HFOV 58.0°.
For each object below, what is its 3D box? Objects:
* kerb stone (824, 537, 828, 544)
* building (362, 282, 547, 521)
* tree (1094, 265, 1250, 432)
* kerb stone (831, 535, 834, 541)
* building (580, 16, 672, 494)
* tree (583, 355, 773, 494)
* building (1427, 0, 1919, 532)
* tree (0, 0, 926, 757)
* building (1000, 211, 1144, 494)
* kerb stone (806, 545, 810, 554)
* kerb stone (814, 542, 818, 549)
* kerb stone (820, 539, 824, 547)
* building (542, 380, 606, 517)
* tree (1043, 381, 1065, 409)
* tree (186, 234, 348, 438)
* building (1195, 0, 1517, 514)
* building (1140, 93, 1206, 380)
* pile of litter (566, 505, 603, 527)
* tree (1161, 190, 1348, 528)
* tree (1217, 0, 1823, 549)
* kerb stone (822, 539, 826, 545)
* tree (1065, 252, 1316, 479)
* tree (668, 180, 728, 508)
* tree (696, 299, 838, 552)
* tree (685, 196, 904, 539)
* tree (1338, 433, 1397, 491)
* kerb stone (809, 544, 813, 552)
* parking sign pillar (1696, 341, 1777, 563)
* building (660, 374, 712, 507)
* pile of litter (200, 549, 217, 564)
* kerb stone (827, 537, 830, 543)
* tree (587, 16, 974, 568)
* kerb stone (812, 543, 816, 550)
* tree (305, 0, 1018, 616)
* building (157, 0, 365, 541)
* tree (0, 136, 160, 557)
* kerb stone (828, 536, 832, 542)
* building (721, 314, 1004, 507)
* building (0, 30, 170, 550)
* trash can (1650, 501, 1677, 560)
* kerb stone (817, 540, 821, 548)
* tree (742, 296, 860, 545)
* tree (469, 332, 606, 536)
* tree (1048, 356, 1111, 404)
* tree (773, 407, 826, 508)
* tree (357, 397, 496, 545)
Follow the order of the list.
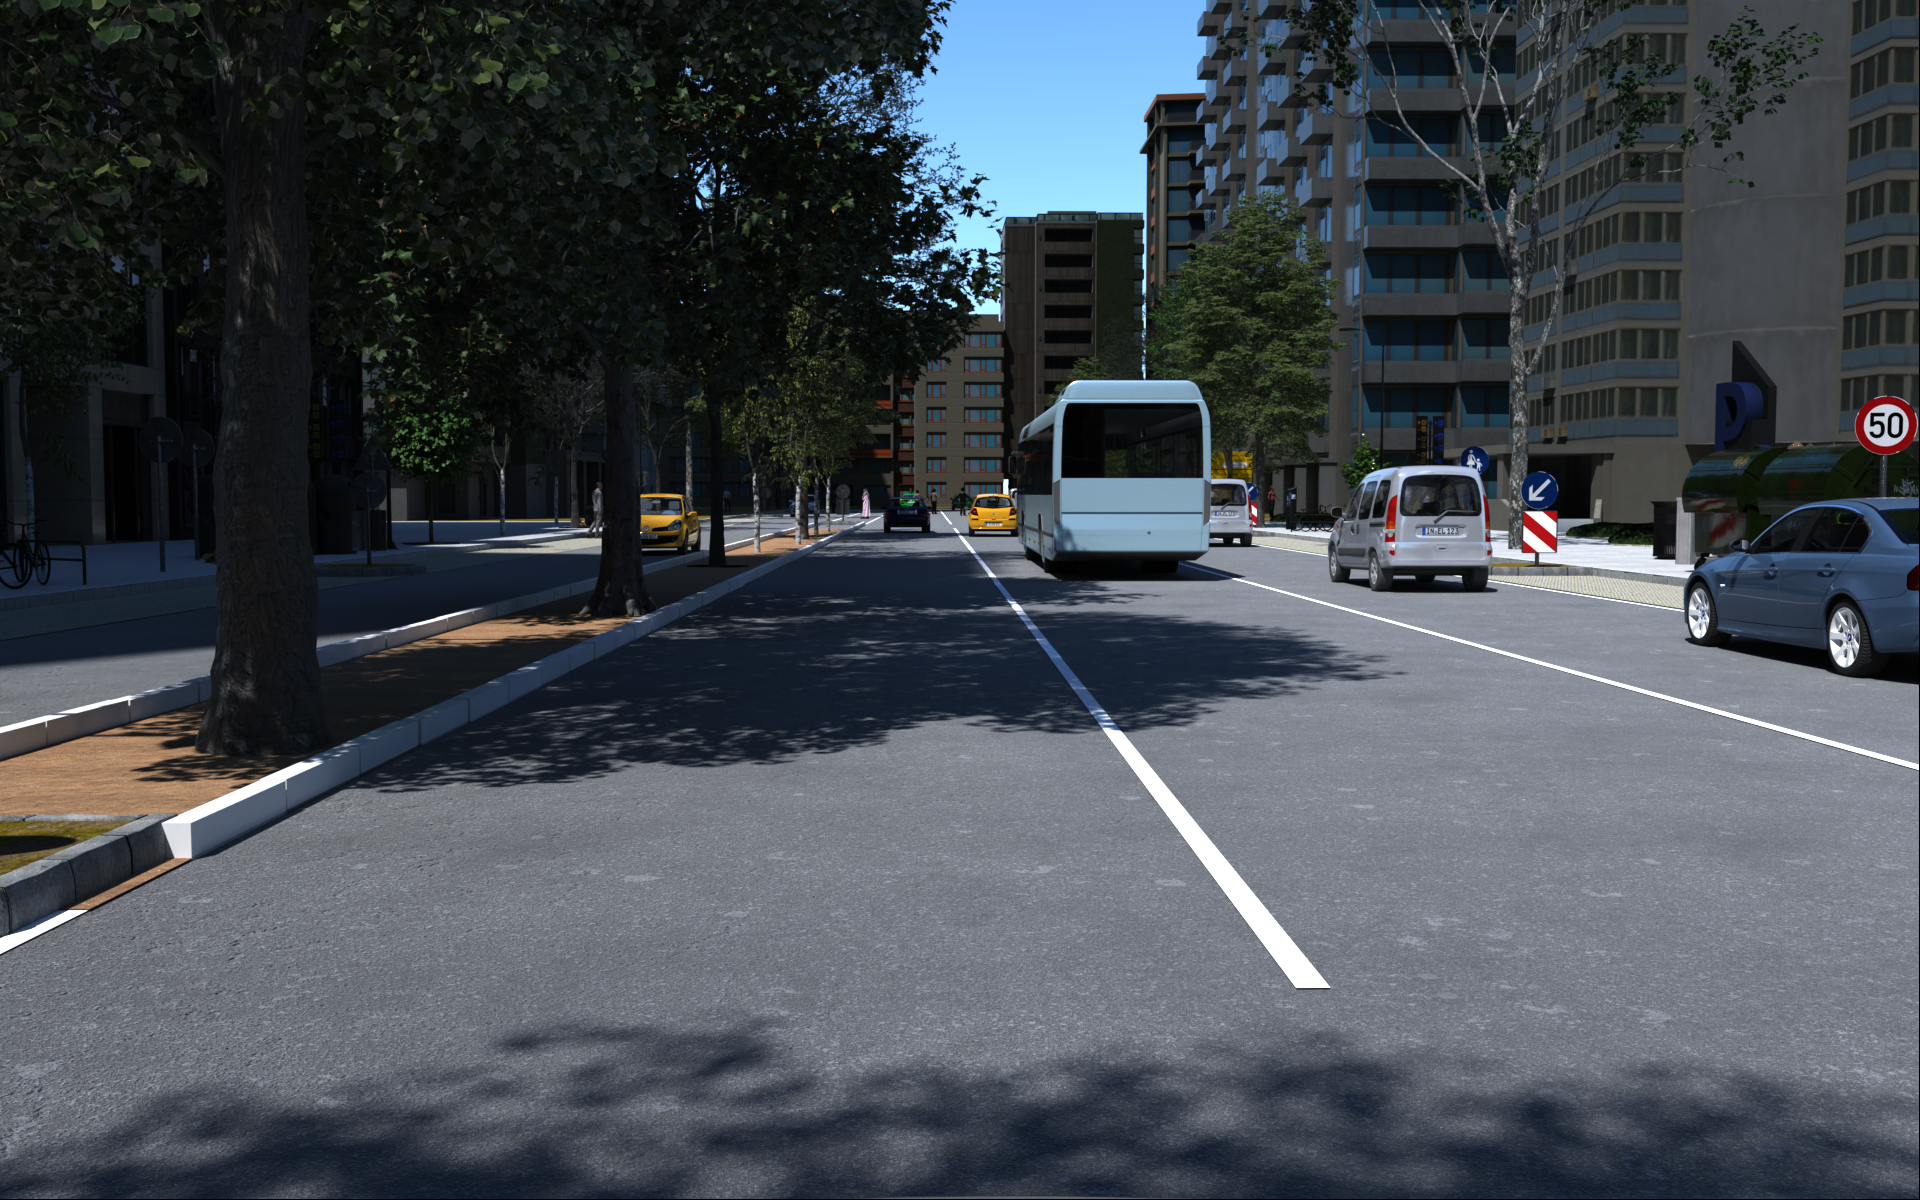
[{"bbox_3d":[-3.837,-1.596,48.288,0.120,0.150,1.000,0,4,-1],"label":"kerb stone"},{"bbox_3d":[-29.744,-19.336,87.851,14.160,30.474,14.107,0,4,-1],"label":"building"},{"bbox_3d":[11.378,-11.133,92.387,12.009,13.543,11.850,0,3,0],"label":"tree"},{"bbox_3d":[-3.899,-1.784,51.361,0.120,0.150,1.000,0,4,-1],"label":"kerb stone"},{"bbox_3d":[-37.396,-33.315,133.936,27.495,52.752,28.713,0,4,-1],"label":"building"},{"bbox_3d":[-13.860,-8.914,80.159,8.767,10.594,7.601,0,4,5],"label":"tree"},{"bbox_3d":[34.887,-22.797,64.618,32.217,40.220,23.993,0,4,-1],"label":"building"},{"bbox_3d":[-3.925,-6.134,9.406,9.857,13.997,8.962,0,3,0],"label":"tree"},{"bbox_3d":[11.322,-24.950,179.641,14.107,30.474,14.160,0,4,-1],"label":"building"},{"bbox_3d":[-3.706,-1.145,41.118,0.120,0.150,1.000,0,4,-1],"label":"kerb stone"},{"bbox_3d":[-3.777,-1.346,44.198,0.120,0.150,1.000,0,4,-1],"label":"kerb stone"},{"bbox_3d":[-3.801,-1.471,46.242,0.120,0.150,1.000,0,4,-1],"label":"kerb stone"},{"bbox_3d":[-32.140,-40.712,103.893,20.563,71.187,20.611,0,4,-1],"label":"building"},{"bbox_3d":[10.935,-13.858,152.329,9.928,11.665,9.643,0,3,0],"label":"tree"},{"bbox_3d":[-18.917,-5.907,46.940,4.360,8.622,3.978,0,3,0],"label":"tree"},{"bbox_3d":[30.486,-31.437,133.596,23.786,49.044,30.456,0,4,-1],"label":"building"},{"bbox_3d":[32.709,-32.426,184.785,28.867,44.769,22.147,0,4,-1],"label":"building"},{"bbox_3d":[-14.713,-3.292,67.797,1.719,0.858,1.176,-3,5,-42],"label":"pile of litter"},{"bbox_3d":[11.075,-9.004,65.346,7.486,12.596,7.792,0,3,0],"label":"tree"},{"bbox_3d":[12.175,-11.170,38.523,12.611,20.169,13.585,0,3,0],"label":"tree"},{"bbox_3d":[-3.828,-1.530,47.266,0.120,0.150,1.000,0,4,-1],"label":"kerb stone"},{"bbox_3d":[11.537,-9.115,74.780,9.928,11.665,9.643,0,3,0],"label":"tree"},{"bbox_3d":[-13.876,-14.635,95.177,12.611,20.169,13.585,0,3,0],"label":"tree"},{"bbox_3d":[-4.911,-5.443,41.812,4.737,8.622,4.395,0,3,0],"label":"tree"},{"bbox_3d":[-5.078,-8.200,54.654,7.486,12.596,7.792,0,3,0],"label":"tree"},{"bbox_3d":[12.667,-3.672,54.634,1.663,3.219,1.824,0,3,0],"label":"tree"},{"bbox_3d":[-3.730,-1.218,42.139,0.120,0.150,1.000,0,4,-1],"label":"kerb stone"},{"bbox_3d":[13.539,-2.534,29.895,1.447,3.967,1.447,0,4,-3],"label":"parking sign pillar"},{"bbox_3d":[-39.804,-20.861,186.123,28.899,21.520,27.650,0,4,-1],"label":"building"},{"bbox_3d":[-13.624,-1.128,32.403,1.176,0.858,1.719,0,4,-1],"label":"pile of litter"},{"bbox_3d":[-3.868,-1.655,49.310,0.120,0.150,1.000,0,4,-1],"label":"kerb stone"},{"bbox_3d":[-4.694,-7.363,33.208,12.009,13.543,11.850,0,3,0],"label":"tree"},{"bbox_3d":[-3.746,-1.282,43.163,0.120,0.150,1.000,0,4,-1],"label":"kerb stone"},{"bbox_3d":[-4.036,-6.174,20.404,9.611,12.733,9.660,0,3,0],"label":"tree"},{"bbox_3d":[-27.806,-13.770,54.823,12.332,23.373,15.834,0,4,-1],"label":"building"},{"bbox_3d":[-18.727,-5.188,35.180,4.737,8.622,4.395,0,3,0],"label":"tree"},{"bbox_3d":[-3.884,-1.721,50.339,0.120,0.150,1.000,0,4,-1],"label":"kerb stone"},{"bbox_3d":[-10.318,-20.917,187.025,28.899,21.520,27.650,0,4,-1],"label":"building"},{"bbox_3d":[-31.030,-13.774,29.719,19.350,26.468,34.151,0,4,-1],"label":"building"},{"bbox_3d":[13.943,-1.367,34.011,0.748,1.137,0.748,0,3,0],"label":"trash can"},{"bbox_3d":[-3.783,-1.408,45.220,0.120,0.150,1.000,0,4,-1],"label":"kerb stone"},{"bbox_3d":[-4.580,-5.869,48.771,4.360,8.622,3.978,0,3,0],"label":"tree"},{"bbox_3d":[-14.021,-6.302,53.404,4.360,8.622,3.978,0,3,0],"label":"tree"},{"bbox_3d":[10.921,-13.751,142.949,7.486,12.596,7.792,0,3,0],"label":"tree"},{"bbox_3d":[-15.492,-13.715,158.660,7.601,10.594,8.767,-2,4,-30],"label":"tree"},{"bbox_3d":[-13.475,-3.705,44.284,4.285,4.588,4.351,0,3,0],"label":"tree"}]
